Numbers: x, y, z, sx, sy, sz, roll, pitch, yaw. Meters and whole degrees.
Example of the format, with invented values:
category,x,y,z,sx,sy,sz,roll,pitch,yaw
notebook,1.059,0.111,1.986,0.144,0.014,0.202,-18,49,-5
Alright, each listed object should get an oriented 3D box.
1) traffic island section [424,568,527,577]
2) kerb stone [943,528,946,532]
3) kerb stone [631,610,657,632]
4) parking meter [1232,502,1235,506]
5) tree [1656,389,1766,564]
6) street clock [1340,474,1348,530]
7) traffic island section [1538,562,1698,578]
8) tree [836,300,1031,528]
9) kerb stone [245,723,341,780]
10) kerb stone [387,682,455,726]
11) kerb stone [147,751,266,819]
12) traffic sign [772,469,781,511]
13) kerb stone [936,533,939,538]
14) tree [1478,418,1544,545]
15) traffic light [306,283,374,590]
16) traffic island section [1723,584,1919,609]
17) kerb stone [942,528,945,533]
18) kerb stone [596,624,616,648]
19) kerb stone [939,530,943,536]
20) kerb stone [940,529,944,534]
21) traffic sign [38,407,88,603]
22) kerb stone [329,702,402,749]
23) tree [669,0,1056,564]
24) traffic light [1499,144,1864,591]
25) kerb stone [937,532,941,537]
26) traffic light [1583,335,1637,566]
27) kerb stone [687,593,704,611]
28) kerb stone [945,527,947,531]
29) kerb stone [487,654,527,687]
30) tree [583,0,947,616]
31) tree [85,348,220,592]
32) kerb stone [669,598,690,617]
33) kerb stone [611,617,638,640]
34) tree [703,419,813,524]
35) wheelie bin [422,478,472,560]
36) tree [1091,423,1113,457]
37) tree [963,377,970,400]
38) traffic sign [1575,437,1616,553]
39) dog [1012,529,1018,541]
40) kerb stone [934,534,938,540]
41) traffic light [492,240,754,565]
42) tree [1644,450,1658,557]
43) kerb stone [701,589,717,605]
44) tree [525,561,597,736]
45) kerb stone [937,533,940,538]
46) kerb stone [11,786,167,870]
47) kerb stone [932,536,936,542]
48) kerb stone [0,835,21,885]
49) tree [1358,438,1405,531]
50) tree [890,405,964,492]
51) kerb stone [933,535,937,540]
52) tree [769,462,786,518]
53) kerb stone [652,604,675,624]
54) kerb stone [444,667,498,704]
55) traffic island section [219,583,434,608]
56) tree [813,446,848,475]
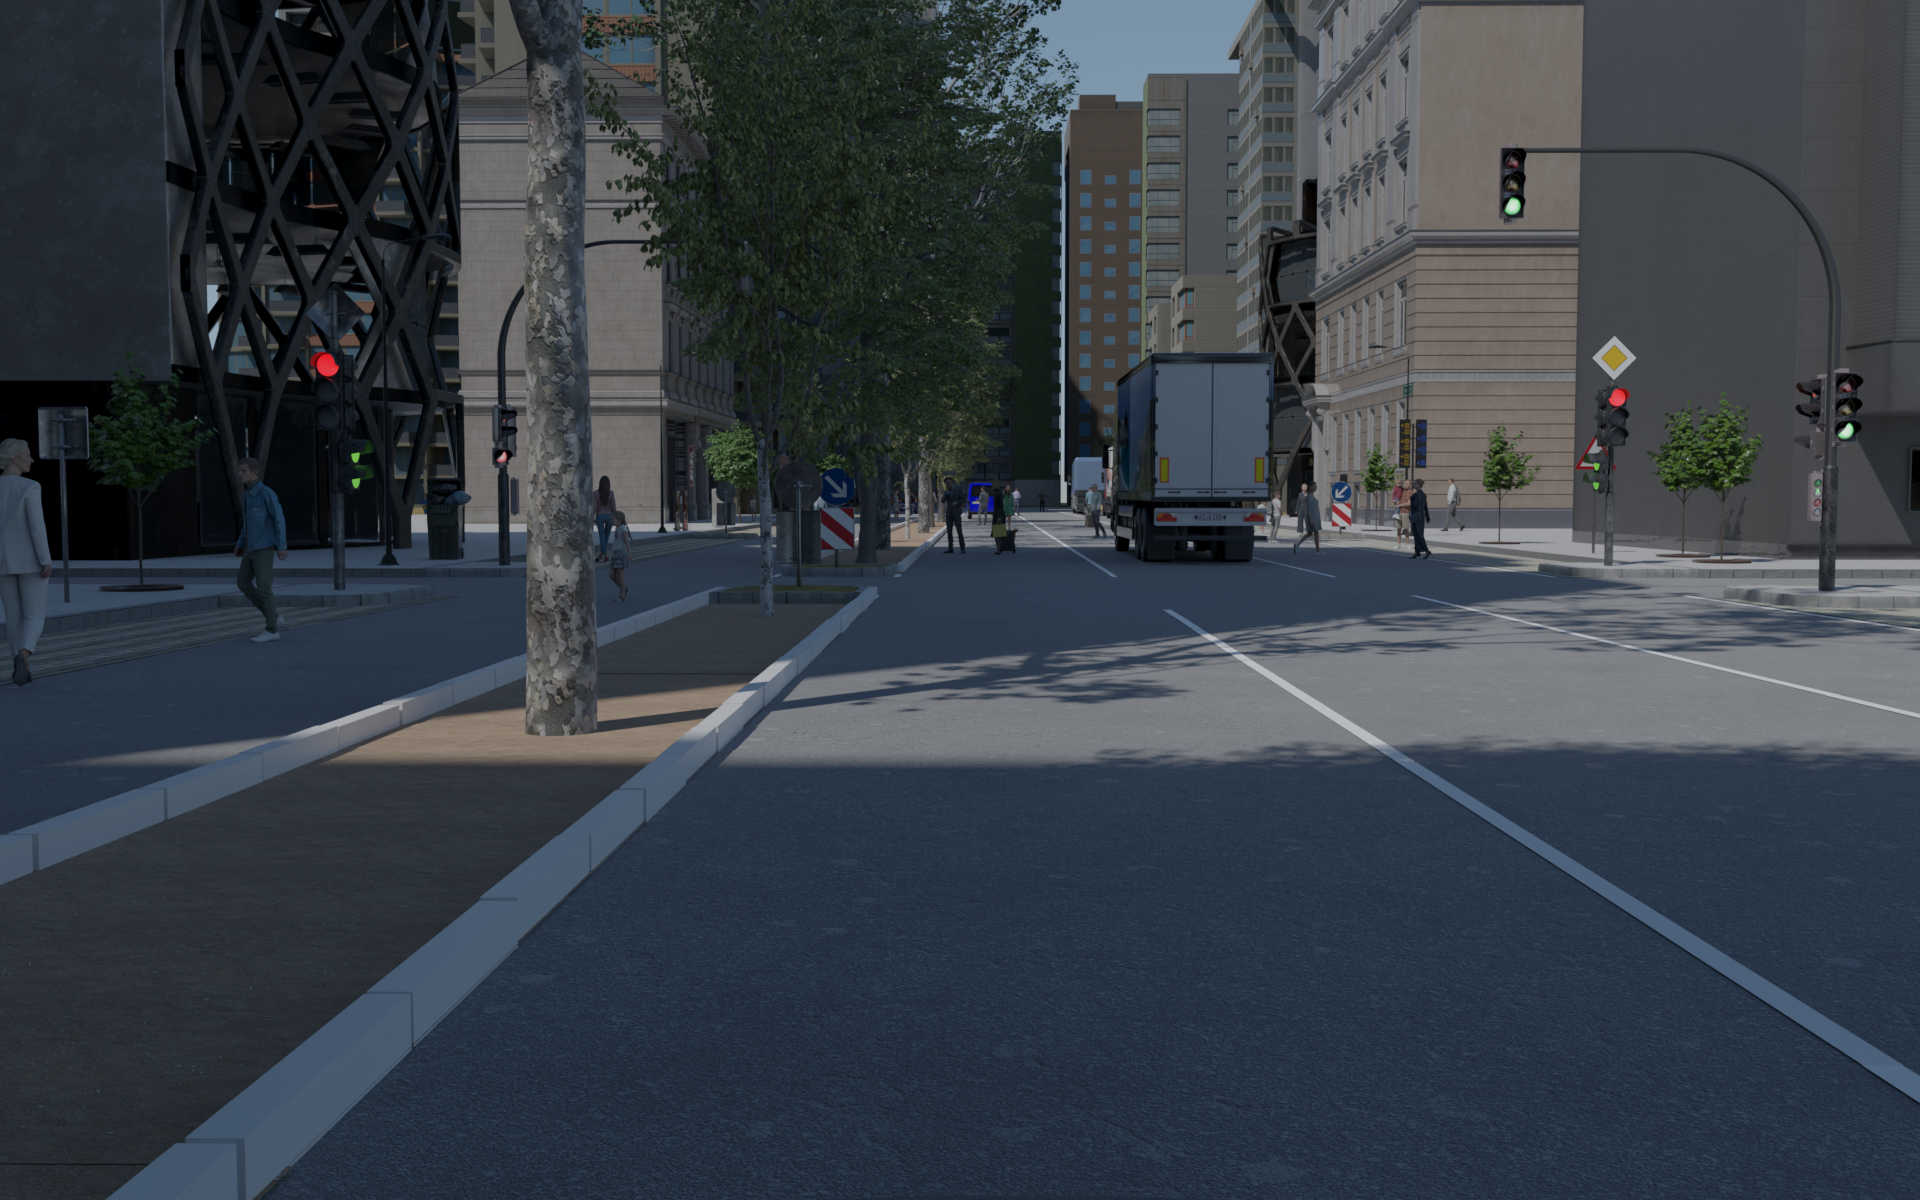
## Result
category,x,y,z,sx,sy,sz,roll,pitch,yaw
traffic island section,-8.231,-0.548,31.239,2.009,0.180,2.903,0,4,1
kerb stone,-0.669,-2.366,60.884,0.120,0.150,1.000,0,4,1
kerb stone,-3.382,0.238,18.311,0.120,0.150,1.000,0,4,1
parking meter,14.354,-5.048,90.950,0.372,1.533,0.369,0,3,0
tree,14.095,-2.306,32.301,1.663,3.219,1.824,0,3,0
street clock,13.829,-3.541,62.461,0.358,2.002,0.471,0,4,7
traffic island section,11.609,-0.530,30.951,2.009,0.180,2.903,0,4,1
tree,-1.172,-8.378,73.844,8.767,10.594,7.601,0,4,1
kerb stone,-3.509,0.801,9.092,0.120,0.150,1.000,0,4,1
kerb stone,-3.478,0.676,11.141,0.120,0.150,1.000,0,4,1
kerb stone,-3.517,0.866,8.070,0.120,0.150,1.000,0,4,1
traffic sign,-9.156,-5.409,88.435,0.884,2.594,0.081,0,4,3
kerb stone,-0.789,-1.865,52.681,0.120,0.150,1.000,0,4,1
tree,13.768,-3.039,44.296,1.663,3.219,1.824,0,3,0
traffic light,-8.305,-2.092,23.119,0.839,4.253,0.868,0,4,1
traffic island section,11.495,-0.042,22.967,2.009,0.180,2.903,0,4,1
kerb stone,-0.684,-2.304,59.859,0.120,0.150,1.000,0,4,1
kerb stone,-3.418,0.365,16.267,0.120,0.150,1.000,0,4,1
kerb stone,-0.729,-2.115,56.776,0.120,0.150,1.000,0,4,1
kerb stone,-0.700,-2.240,58.824,0.120,0.150,1.000,0,4,1
traffic sign,-10.546,-1.117,20.392,0.606,2.300,0.079,0,4,6
kerb stone,-3.503,0.748,10.120,0.120,0.150,1.000,0,4,1
tree,-1.961,-6.978,34.677,7.486,12.596,7.792,0,3,0
traffic light,9.362,-2.940,22.742,4.771,5.953,1.251,0,4,1
kerb stone,-0.758,-1.990,54.725,0.120,0.150,1.000,0,4,1
traffic light,11.569,-2.564,30.838,0.839,4.253,0.868,0,4,1
kerb stone,-3.331,0.049,21.390,0.120,0.150,1.000,0,4,1
kerb stone,-0.644,-2.492,62.942,0.120,0.150,1.000,0,4,1
kerb stone,-3.452,0.551,13.187,0.120,0.150,1.000,0,4,1
tree,-2.222,-4.092,19.730,4.737,8.622,4.395,0,3,0
tree,-11.079,-1.744,23.115,1.663,3.219,1.824,0,3,0
kerb stone,-3.346,0.112,20.364,0.120,0.150,1.000,0,4,1
kerb stone,-3.399,0.302,17.289,0.120,0.150,1.000,0,4,1
tree,-9.574,-5.626,75.700,4.285,4.588,4.351,0,3,0
wheelie bin,-10.073,-1.593,33.958,0.980,1.594,0.693,0,4,-7
tree,16.792,-14.243,183.230,4.737,8.622,4.395,0,3,0
tree,-1.628,-6.222,54.556,4.737,8.622,4.395,0,3,0
traffic sign,13.677,-2.283,37.330,0.884,2.594,0.081,0,4,2
dog,1.278,-1.650,46.261,0.540,0.507,0.406,0,4,-1
kerb stone,-0.797,-1.800,51.654,0.120,0.150,1.000,0,4,1
traffic light,-6.098,-3.452,31.109,4.771,5.953,1.251,0,4,1
tree,14.663,-2.473,35.033,1.663,3.219,1.824,0,3,0
kerb stone,-3.319,-0.013,22.412,0.120,0.150,1.000,0,4,1
tree,-3.588,-9.315,10.639,12.611,20.169,13.585,0,3,0
kerb stone,-0.769,-1.926,53.703,0.120,0.150,1.000,0,4,1
kerb stone,-3.535,0.928,7.048,0.120,0.150,1.000,0,4,1
kerb stone,-0.836,-1.671,49.606,0.120,0.150,1.000,0,4,1
kerb stone,-3.557,0.989,6.019,0.120,0.150,1.000,0,4,1
tree,14.301,-3.985,59.762,1.663,3.219,1.824,0,3,0
tree,-1.486,-7.786,80.115,4.360,8.622,3.978,0,3,0
kerb stone,-0.819,-1.739,50.631,0.120,0.150,1.000,0,4,1
tree,-9.887,-6.141,95.009,1.663,3.219,1.824,0,3,0
kerb stone,-3.363,0.175,19.335,0.120,0.150,1.000,0,4,1
kerb stone,-3.467,0.614,12.164,0.120,0.150,1.000,0,4,1
traffic island section,-8.345,-0.060,23.254,2.009,0.180,2.903,0,4,1
tree,-9.094,-8.191,117.643,4.285,4.588,4.351,0,3,0
